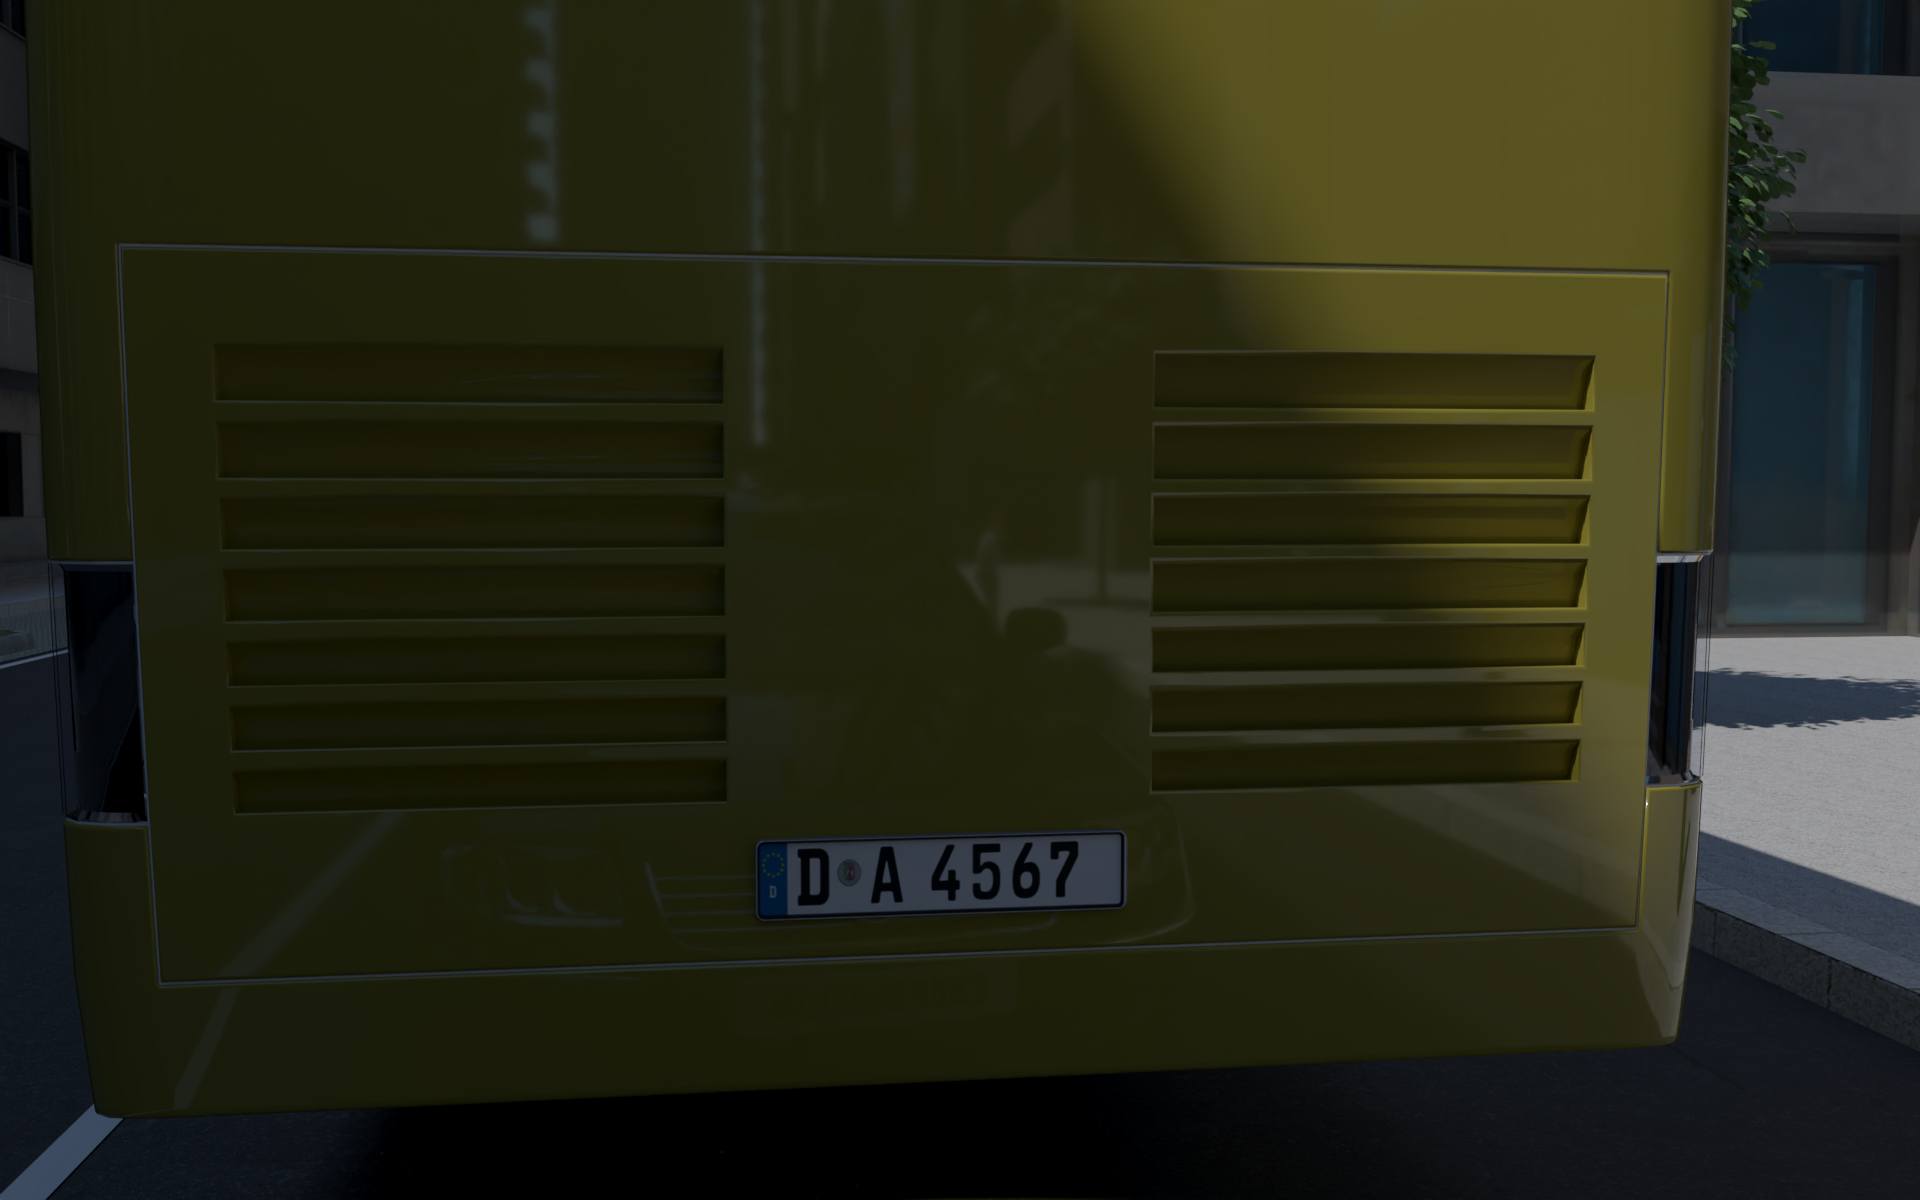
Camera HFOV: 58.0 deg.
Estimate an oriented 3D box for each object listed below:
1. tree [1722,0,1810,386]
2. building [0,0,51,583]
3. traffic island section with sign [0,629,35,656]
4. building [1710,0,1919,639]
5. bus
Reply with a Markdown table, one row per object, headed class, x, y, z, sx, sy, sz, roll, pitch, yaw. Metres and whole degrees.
| class | x | y | z | sx | sy | sz | roll | pitch | yaw |
| --- | --- | --- | --- | --- | --- | --- | --- | --- | --- |
| tree | 3.100 | -1.598 | 9.845 | 4.285 | 4.588 | 4.351 | 0 | 3 | 0 |
| building | -17.720 | -11.882 | 13.342 | 14.314 | 24.678 | 30.058 | 0 | 4 | -8 |
| traffic island section with sign | -9.457 | -0.410 | 15.334 | 1.989 | 1.847 | 2.006 | 0 | 4 | -8 |
| building | 11.429 | -24.949 | 27.530 | 23.786 | 49.044 | 30.456 | 0 | 4 | -8 |
| bus | -0.880 | -1.038 | 8.524 | 2.896 | 3.916 | 12.252 | 0 | 4 | -8 |
